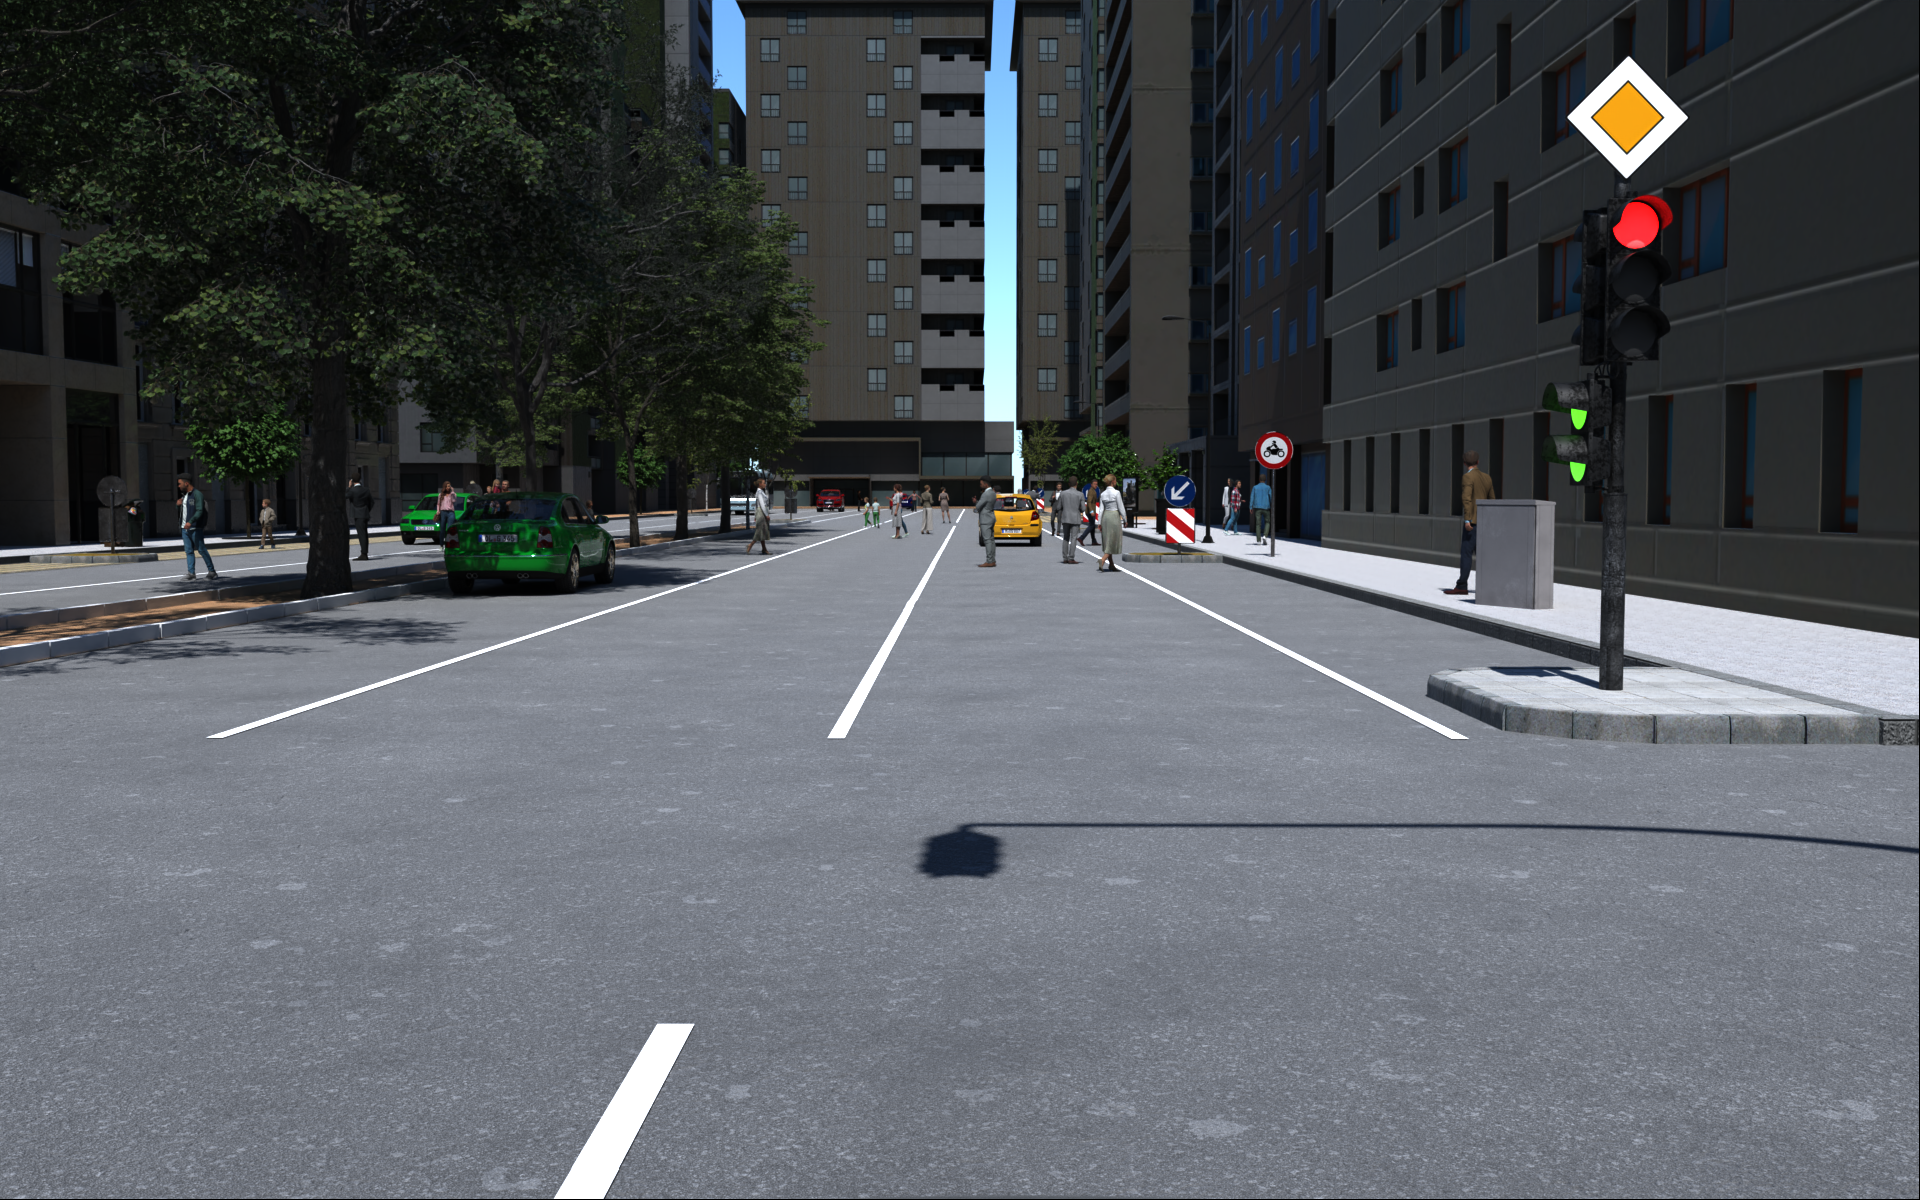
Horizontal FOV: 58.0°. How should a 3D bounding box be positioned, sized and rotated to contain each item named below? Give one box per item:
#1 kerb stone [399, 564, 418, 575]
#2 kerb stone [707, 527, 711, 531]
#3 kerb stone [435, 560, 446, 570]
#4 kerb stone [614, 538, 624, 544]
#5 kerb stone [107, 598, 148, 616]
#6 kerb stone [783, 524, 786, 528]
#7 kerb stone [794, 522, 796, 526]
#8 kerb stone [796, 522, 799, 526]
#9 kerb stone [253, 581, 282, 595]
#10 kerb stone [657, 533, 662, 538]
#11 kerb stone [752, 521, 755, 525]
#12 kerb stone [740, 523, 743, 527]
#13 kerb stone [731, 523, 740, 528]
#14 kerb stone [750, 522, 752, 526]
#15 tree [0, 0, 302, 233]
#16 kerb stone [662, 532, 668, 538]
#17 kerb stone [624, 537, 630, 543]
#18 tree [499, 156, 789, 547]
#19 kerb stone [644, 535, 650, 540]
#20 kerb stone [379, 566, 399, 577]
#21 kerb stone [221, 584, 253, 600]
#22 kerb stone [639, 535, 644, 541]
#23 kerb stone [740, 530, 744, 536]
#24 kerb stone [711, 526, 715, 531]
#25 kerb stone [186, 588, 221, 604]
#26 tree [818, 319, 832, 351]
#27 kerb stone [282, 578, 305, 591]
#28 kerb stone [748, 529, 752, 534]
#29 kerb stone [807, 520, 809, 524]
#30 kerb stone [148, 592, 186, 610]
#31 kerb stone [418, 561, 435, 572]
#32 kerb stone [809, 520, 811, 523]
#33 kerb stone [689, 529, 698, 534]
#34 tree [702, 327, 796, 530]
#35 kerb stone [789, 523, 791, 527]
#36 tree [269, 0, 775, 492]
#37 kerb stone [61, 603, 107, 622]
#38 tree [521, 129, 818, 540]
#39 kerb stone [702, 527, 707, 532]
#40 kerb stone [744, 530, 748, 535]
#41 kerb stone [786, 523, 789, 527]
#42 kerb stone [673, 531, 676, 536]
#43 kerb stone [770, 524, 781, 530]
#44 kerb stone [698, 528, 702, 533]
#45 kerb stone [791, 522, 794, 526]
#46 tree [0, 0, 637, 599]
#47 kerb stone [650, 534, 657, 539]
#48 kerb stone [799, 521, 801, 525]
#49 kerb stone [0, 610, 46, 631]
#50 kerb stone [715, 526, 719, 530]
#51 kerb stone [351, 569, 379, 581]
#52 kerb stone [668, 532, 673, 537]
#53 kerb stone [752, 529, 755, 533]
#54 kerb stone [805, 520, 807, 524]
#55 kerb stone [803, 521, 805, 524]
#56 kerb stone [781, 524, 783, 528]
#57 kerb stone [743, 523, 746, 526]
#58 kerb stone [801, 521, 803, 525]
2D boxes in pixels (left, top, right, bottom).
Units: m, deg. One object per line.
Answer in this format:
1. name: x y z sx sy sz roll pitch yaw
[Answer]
1. kerb stone: -9.957 -0.534 30.957 0.120 0.150 1.000 0 4 0
2. kerb stone: -9.707 -2.667 65.796 0.120 0.150 1.000 0 4 0
3. kerb stone: -9.948 -0.661 33.002 0.120 0.150 1.000 0 4 0
4. kerb stone: -9.822 -1.664 49.403 0.120 0.150 1.000 0 4 0
5. kerb stone: -10.037 0.092 20.715 0.120 0.150 1.000 0 4 0
6. kerb stone: -7.548 -3.106 73.002 0.120 0.150 1.000 0 4 0
7. kerb stone: -7.519 -3.356 77.131 0.120 0.150 1.000 0 4 0
8. kerb stone: -7.504 -3.421 78.153 0.120 0.150 1.000 0 4 0
9. kerb stone: -10.007 -0.158 24.806 0.120 0.150 1.000 0 4 0
10. kerb stone: -9.786 -2.040 55.549 0.120 0.150 1.000 0 4 0
11. kerb stone: -9.605 -3.482 79.126 0.120 0.150 1.000 0 4 0
12. kerb stone: -9.637 -3.227 75.024 0.120 0.150 1.000 0 4 0
13. kerb stone: -9.645 -3.169 74.002 0.120 0.150 1.000 0 4 0
14. kerb stone: -9.615 -3.419 78.095 0.120 0.150 1.000 0 4 0
15. tree: -9.114 -4.696 13.650 8.767 10.594 7.601 0 4 0
16. kerb stone: -9.771 -2.100 56.578 0.120 0.150 1.000 0 4 0
17. kerb stone: -9.814 -1.723 50.425 0.120 0.150 1.000 0 4 0
18. tree: -8.668 -6.696 46.342 8.767 10.594 7.601 0 4 0
19. kerb stone: -9.794 -1.910 53.504 0.120 0.150 1.000 0 4 0
20. kerb stone: -9.970 -0.471 29.935 0.120 0.150 1.000 0 4 0
21. kerb stone: -10.010 -0.097 23.783 0.120 0.150 1.000 0 4 0
22. kerb stone: -9.801 -1.852 52.482 0.120 0.150 1.000 0 4 0
23. kerb stone: -7.648 -2.292 59.673 0.120 0.150 1.000 0 4 0
24. kerb stone: -9.689 -2.730 66.824 0.120 0.150 1.000 0 4 0
25. kerb stone: -10.030 -0.035 22.761 0.120 0.150 1.000 0 4 0
26. tree: -8.482 -8.642 61.882 7.486 12.596 7.792 0 3 0
27. kerb stone: -10.001 -0.222 25.833 0.120 0.150 1.000 0 4 0
28. kerb stone: -7.633 -2.418 61.723 0.120 0.150 1.000 0 4 0
29. kerb stone: -7.465 -3.734 83.274 0.120 0.150 1.000 0 4 0
30. kerb stone: -10.030 0.033 21.737 0.120 0.150 1.000 0 4 0
31. kerb stone: -9.963 -0.598 31.980 0.120 0.150 1.000 0 4 0
32. kerb stone: -7.470 -3.796 84.296 0.120 0.150 1.000 0 4 0
33. kerb stone: -9.726 -2.479 62.723 0.120 0.150 1.000 0 4 0
34. tree: -8.409 -7.076 68.505 4.360 8.622 3.978 0 3 0
35. kerb stone: -7.529 -3.231 75.063 0.120 0.150 1.000 0 4 0
36. tree: -9.095 -7.556 36.368 12.009 13.543 11.850 0 3 0
37. kerb stone: -10.039 0.153 19.692 0.120 0.150 1.000 0 4 0
38. tree: -8.755 -8.155 53.911 7.486 12.596 7.792 0 3 0
39. kerb stone: -9.709 -2.604 64.773 0.120 0.150 1.000 0 4 0
40. kerb stone: -7.645 -2.351 60.701 0.120 0.150 1.000 0 4 0
41. kerb stone: -7.544 -3.170 74.031 0.120 0.150 1.000 0 4 0
42. kerb stone: -9.756 -2.227 58.626 0.120 0.150 1.000 0 4 0
43. kerb stone: -7.568 -2.982 70.943 0.120 0.150 1.000 0 4 0
44. kerb stone: -9.713 -2.538 63.746 0.120 0.150 1.000 0 4 0
45. kerb stone: -7.529 -3.297 76.096 0.120 0.150 1.000 0 4 0
46. tree: -8.702 -6.995 23.481 9.857 13.997 8.962 0 3 0
47. kerb stone: -9.783 -1.977 54.526 0.120 0.150 1.000 0 4 0
48. kerb stone: -7.501 -3.485 79.175 0.120 0.150 1.000 0 4 0
49. kerb stone: -10.046 0.217 18.669 0.120 0.150 1.000 0 4 0
50. kerb stone: -9.692 -2.793 67.854 0.120 0.150 1.000 0 4 0
51. kerb stone: -9.975 -0.406 28.913 0.120 0.150 1.000 0 4 0
52. kerb stone: -9.763 -2.166 57.604 0.120 0.150 1.000 0 4 0
53. kerb stone: -7.630 -2.475 62.746 0.120 0.150 1.000 0 4 0
54. kerb stone: -7.477 -3.673 82.251 0.120 0.150 1.000 0 4 0
55. kerb stone: -7.489 -3.605 81.229 0.120 0.150 1.000 0 4 0
56. kerb stone: -7.555 -3.045 71.980 0.120 0.150 1.000 0 4 0
57. kerb stone: -9.631 -3.294 76.046 0.120 0.150 1.000 0 4 0
58. kerb stone: -7.493 -3.546 80.197 0.120 0.150 1.000 0 4 0
